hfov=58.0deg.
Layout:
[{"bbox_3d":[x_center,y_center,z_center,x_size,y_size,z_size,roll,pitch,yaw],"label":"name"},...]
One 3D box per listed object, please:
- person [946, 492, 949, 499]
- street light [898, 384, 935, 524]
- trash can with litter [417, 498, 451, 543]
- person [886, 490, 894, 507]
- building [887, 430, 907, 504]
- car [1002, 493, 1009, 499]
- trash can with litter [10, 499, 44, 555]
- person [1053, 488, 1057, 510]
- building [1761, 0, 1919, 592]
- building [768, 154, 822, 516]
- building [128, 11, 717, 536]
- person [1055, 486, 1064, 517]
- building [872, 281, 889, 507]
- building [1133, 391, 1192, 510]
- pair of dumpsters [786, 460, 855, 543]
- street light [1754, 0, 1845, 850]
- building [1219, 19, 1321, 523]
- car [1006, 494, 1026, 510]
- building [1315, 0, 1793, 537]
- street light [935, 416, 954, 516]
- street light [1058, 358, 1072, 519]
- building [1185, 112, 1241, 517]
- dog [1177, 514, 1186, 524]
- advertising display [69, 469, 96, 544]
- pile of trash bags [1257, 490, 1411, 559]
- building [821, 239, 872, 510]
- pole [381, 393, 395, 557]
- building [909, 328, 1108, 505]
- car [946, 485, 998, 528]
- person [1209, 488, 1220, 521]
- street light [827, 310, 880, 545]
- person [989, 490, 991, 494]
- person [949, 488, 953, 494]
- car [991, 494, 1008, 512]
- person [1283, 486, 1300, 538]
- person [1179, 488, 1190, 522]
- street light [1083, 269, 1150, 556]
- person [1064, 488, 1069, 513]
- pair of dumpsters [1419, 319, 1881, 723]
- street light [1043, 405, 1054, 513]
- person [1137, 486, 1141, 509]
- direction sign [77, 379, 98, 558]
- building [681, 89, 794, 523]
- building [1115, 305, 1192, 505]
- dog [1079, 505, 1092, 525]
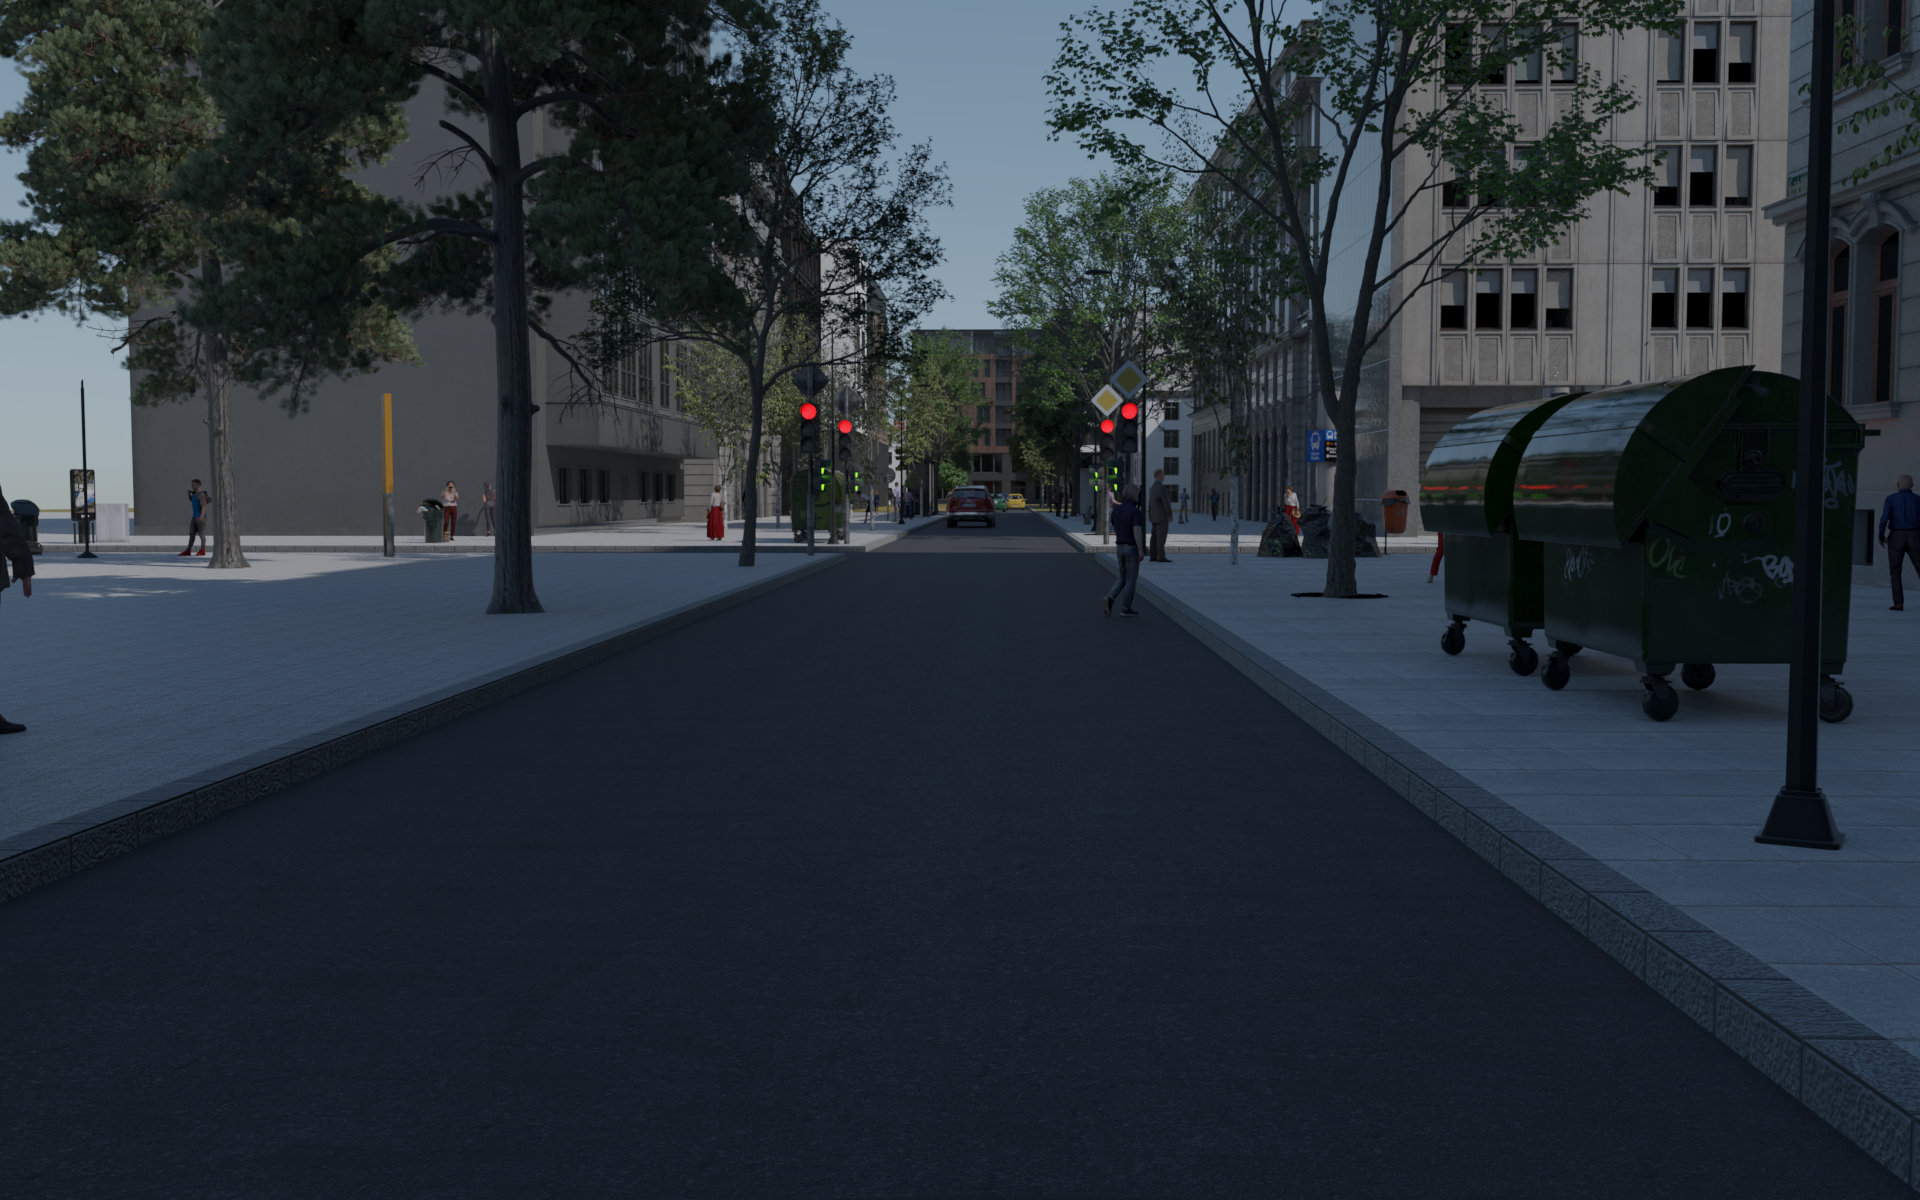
[{"bbox_3d":[-0.918,-9.290,158.482,0.990,1.755,0.434,-2,4,-29],"label":"person"},{"bbox_3d":[-1.935,-6.160,73.255,1.470,5.913,1.316,0,4,2],"label":"street light"},{"bbox_3d":[-13.846,-2.096,45.663,0.624,1.170,1.055,0,4,3],"label":"trash can with litter"},{"bbox_3d":[-6.876,-10.225,173.937,1.217,1.735,0.721,-3,4,-36],"label":"person"},{"bbox_3d":[-20.257,-16.777,216.451,28.070,9.664,9.099,0,4,2],"label":"building"},{"bbox_3d":[4.861,-11.263,193.743,1.945,1.707,3.694,0,4,0],"label":"car"},{"bbox_3d":[-19.793,-1.560,36.901,0.624,1.170,1.055,-3,5,-44],"label":"trash can with litter"},{"bbox_3d":[7.639,-7.934,136.442,0.721,1.739,1.217,-2,4,-31],"label":"person"},{"bbox_3d":[18.639,-13.936,15.248,14.401,28.519,23.554,0,4,2],"label":"building"},{"bbox_3d":[-15.720,-17.086,109.031,12.332,23.373,15.834,0,4,2],"label":"building"},{"bbox_3d":[-17.975,-16.541,63.950,14.314,27.812,24.014,0,4,2],"label":"building"},{"bbox_3d":[5.643,-5.560,97.639,0.565,1.739,0.600,2,4,32],"label":"person"},{"bbox_3d":[-24.131,-20.180,173.919,32.646,21.610,27.936,0,4,2],"label":"building"},{"bbox_3d":[19.509,-12.135,140.548,9.099,9.664,28.070,0,4,2],"label":"building"},{"bbox_3d":[-3.783,-2.729,47.110,1.574,2.255,4.436,0,4,2],"label":"pair of dumpsters"},{"bbox_3d":[2.569,-2.062,6.256,1.470,5.913,1.316,0,4,2],"label":"street light"},{"bbox_3d":[19.475,-14.356,76.522,13.314,21.916,24.055,0,4,2],"label":"building"},{"bbox_3d":[4.878,-8.776,153.715,2.015,1.641,3.980,0,4,1],"label":"car"},{"bbox_3d":[22.709,-14.563,56.120,19.932,24.808,12.078,0,4,2],"label":"building"},{"bbox_3d":[-1.048,-7.968,102.812,1.470,5.913,1.316,0,4,2],"label":"street light"},{"bbox_3d":[4.102,-5.308,59.330,1.470,5.913,1.316,0,4,2],"label":"street light"},{"bbox_3d":[22.656,-16.535,103.624,16.112,22.955,30.059,0,4,2],"label":"building"},{"bbox_3d":[9.574,-3.468,74.430,0.748,0.427,0.550,-3,5,-42],"label":"dog"},{"bbox_3d":[-22.650,-2.418,44.745,0.123,1.923,0.974,0,4,3],"label":"advertising display"},{"bbox_3d":[7.920,-1.588,35.709,3.447,1.369,1.912,-2,4,-31],"label":"pile of trash bags"},{"bbox_3d":[-22.452,-17.888,136.443,27.936,21.610,32.646,0,4,2],"label":"building"},{"bbox_3d":[-11.644,-2.531,35.223,0.158,3.312,0.155,0,3,0],"label":"pole"},{"bbox_3d":[10.362,-23.298,224.900,32.646,21.610,27.936,0,4,2],"label":"building"},{"bbox_3d":[0.509,-4.100,75.705,2.281,1.827,5.304,0,4,3],"label":"car"},{"bbox_3d":[12.220,-4.581,83.158,0.429,1.552,0.499,-3,5,-39],"label":"person"},{"bbox_3d":[-2.689,-4.366,43.920,1.470,5.913,1.316,0,4,2],"label":"street light"},{"bbox_3d":[2.915,-10.176,174.883,1.348,1.823,0.705,2,4,24],"label":"person"},{"bbox_3d":[-0.583,-8.119,139.516,0.721,1.735,1.217,2,4,34],"label":"person"},{"bbox_3d":[2.760,-7.715,137.933,2.131,1.459,4.920,0,4,0],"label":"car"},{"bbox_3d":[9.758,-2.600,51.026,0.523,1.526,0.387,0,4,0],"label":"person"},{"bbox_3d":[10.318,-4.382,79.757,0.516,1.574,0.319,2,4,35],"label":"person"},{"bbox_3d":[3.274,-3.874,35.875,1.470,5.913,1.316,0,4,2],"label":"street light"},{"bbox_3d":[7.154,-6.629,115.235,0.445,1.727,0.742,-1,4,-14],"label":"person"},{"bbox_3d":[4.407,-0.563,11.692,1.574,2.255,4.436,0,4,1],"label":"pair of dumpsters"},{"bbox_3d":[4.908,-7.145,89.362,1.470,5.913,1.316,0,4,2],"label":"street light"},{"bbox_3d":[9.410,-5.065,89.558,0.576,1.737,0.504,3,5,43],"label":"person"},{"bbox_3d":[-17.522,-2.610,34.674,0.379,3.537,0.876,-2,4,-28],"label":"direction sign"},{"bbox_3d":[-16.536,-15.090,88.519,13.314,21.916,24.055,0,4,2],"label":"building"},{"bbox_3d":[24.503,-18.582,170.279,16.747,18.905,31.486,0,4,2],"label":"building"},{"bbox_3d":[5.292,-3.586,73.011,0.800,0.831,0.513,-2,4,-28],"label":"dog"}]
